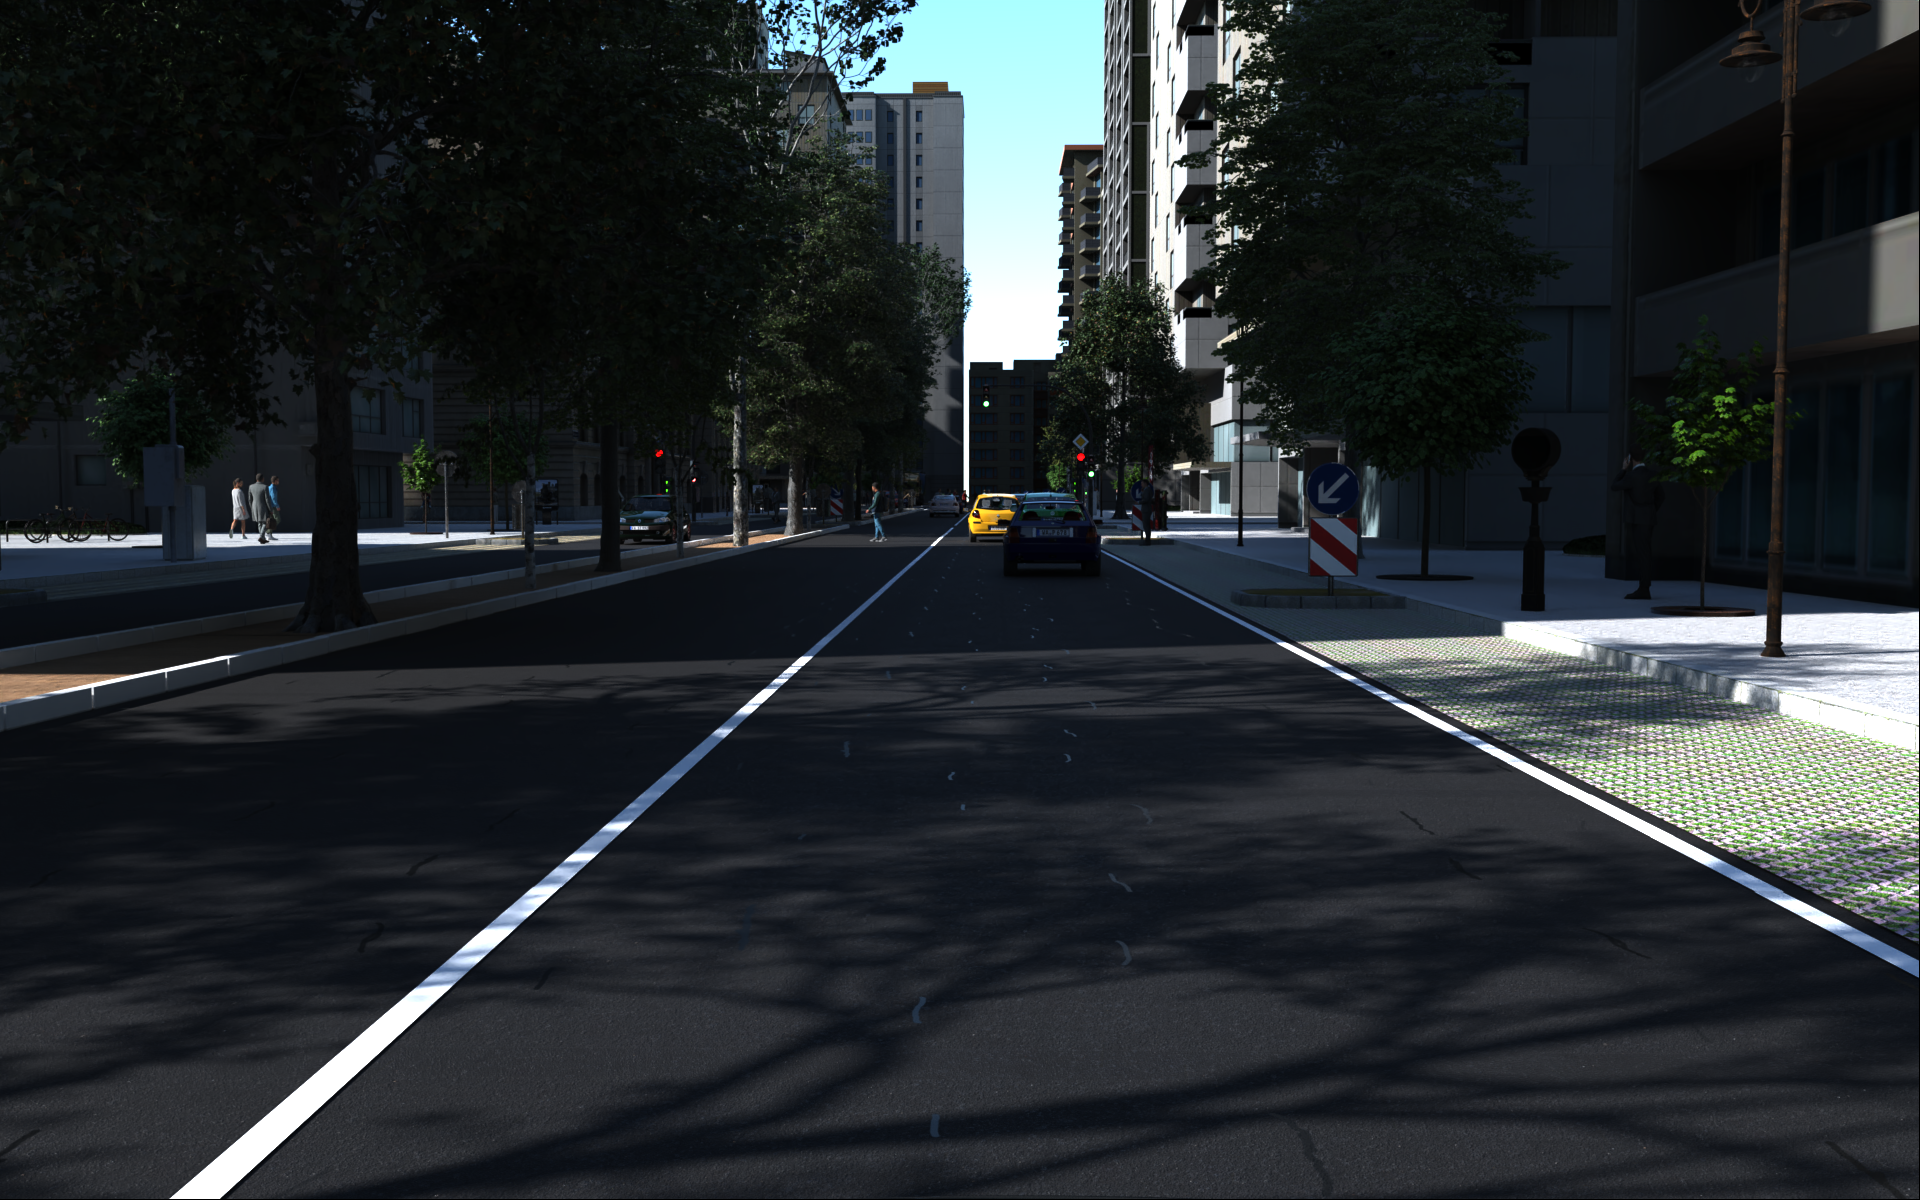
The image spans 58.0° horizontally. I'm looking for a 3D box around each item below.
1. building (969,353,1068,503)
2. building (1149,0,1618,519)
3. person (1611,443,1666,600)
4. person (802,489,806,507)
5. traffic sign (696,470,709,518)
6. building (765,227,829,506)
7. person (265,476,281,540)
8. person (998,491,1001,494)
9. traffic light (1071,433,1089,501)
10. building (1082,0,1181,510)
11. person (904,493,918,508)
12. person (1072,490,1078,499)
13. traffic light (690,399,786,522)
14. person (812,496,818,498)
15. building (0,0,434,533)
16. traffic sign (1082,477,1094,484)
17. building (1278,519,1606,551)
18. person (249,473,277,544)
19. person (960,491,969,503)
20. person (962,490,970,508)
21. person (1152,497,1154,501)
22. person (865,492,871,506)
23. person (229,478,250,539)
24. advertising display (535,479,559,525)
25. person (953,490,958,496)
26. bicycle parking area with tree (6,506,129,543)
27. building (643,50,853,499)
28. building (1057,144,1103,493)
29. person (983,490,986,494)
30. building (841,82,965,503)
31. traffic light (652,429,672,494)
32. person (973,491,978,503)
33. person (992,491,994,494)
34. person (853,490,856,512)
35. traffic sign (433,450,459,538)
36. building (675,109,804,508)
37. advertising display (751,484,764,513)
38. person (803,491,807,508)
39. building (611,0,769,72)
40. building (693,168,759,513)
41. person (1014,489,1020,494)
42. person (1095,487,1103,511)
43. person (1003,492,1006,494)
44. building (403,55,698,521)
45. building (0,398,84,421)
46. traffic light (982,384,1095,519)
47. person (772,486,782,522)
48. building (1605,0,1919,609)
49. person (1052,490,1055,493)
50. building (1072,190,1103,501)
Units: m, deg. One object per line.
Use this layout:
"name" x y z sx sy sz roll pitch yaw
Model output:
"building" 15.903 -25.009 253.941 28.899 21.520 27.650 0 4 1
"building" 26.780 -31.901 110.822 28.713 52.752 27.495 0 4 1
"person" 8.268 -0.965 21.179 0.648 1.900 0.474 -3 5 -43
"person" -15.248 -9.837 167.318 0.568 1.767 0.683 2 4 28
"traffic sign" -13.951 -5.715 93.546 0.768 2.556 0.104 0 4 8
"building" -21.689 -25.376 186.592 14.160 30.474 14.107 0 4 1
"person" -19.068 -2.543 47.964 0.444 1.785 0.601 -2 4 -31
"person" 4.610 -11.740 200.388 0.705 1.831 1.348 2 4 24
"traffic light" 5.540 -5.564 79.890 0.839 4.253 0.868 0 4 1
"building" 22.229 -44.372 163.741 20.563 71.187 20.611 0 4 1
"person" -4.593 -9.283 160.280 1.348 1.823 0.705 0 4 -7
"person" 9.999 -8.867 150.976 0.822 1.834 0.622 0 4 -6
"traffic light" -10.226 -6.454 80.187 4.771 5.953 1.251 0 4 1
"person" -13.874 -9.739 166.095 0.721 1.723 1.217 2 4 27
"building" -27.729 -23.223 63.292 14.086 41.232 14.154 0 4 1
"traffic sign" 8.105 -6.707 109.768 0.768 2.556 0.104 1 4 11
"building" 22.829 -28.259 51.278 28.713 52.752 27.495 0 4 1
"person" -17.967 -2.355 44.644 0.694 1.812 0.767 1 4 12
"person" 0.389 -11.467 195.964 1.348 1.826 0.705 3 4 36
"person" 0.507 -9.335 161.064 0.705 1.831 1.348 2 4 30
"person" 14.640 -7.435 131.878 0.425 1.301 0.394 -1 4 -11
"person" -10.412 -11.382 196.063 0.593 1.643 0.415 0 4 -8
"person" -20.571 -2.606 49.393 0.466 1.731 0.760 0 4 3
"advertising display" -17.327 -4.122 72.606 0.974 1.923 0.123 0 4 -8
"person" -0.379 -8.596 149.014 0.580 1.828 0.573 3 5 45
"bicycle parking area with tree" -27.795 -3.606 45.960 8.231 4.147 9.016 3 5 43
"building" -28.073 -38.277 215.069 27.495 52.752 28.713 0 4 1
"building" 23.319 -34.200 213.788 22.147 44.769 28.867 0 4 1
"person" 2.282 -9.112 157.561 0.705 1.814 1.350 -2 4 -35
"building" -13.494 -43.359 250.917 28.212 58.520 21.231 0 4 1
"traffic light" -12.460 -5.094 72.205 0.839 4.253 0.868 0 4 1
"person" 2.019 -13.377 227.356 1.348 1.807 0.705 2 4 29
"person" 4.143 -12.711 216.420 1.348 1.812 0.705 -2 4 -30
"person" -8.500 -8.070 140.923 0.782 1.767 0.515 -3 5 -41
"traffic sign" -14.934 -3.073 50.356 0.768 2.556 0.104 0 4 4
"building" -31.859 -29.084 167.409 32.217 40.220 23.993 0 4 1
"advertising display" -13.442 -6.713 114.972 0.123 1.923 0.974 3 5 43
"person" -13.996 -9.293 158.710 1.217 1.735 0.721 -1 4 -21
"building" -38.947 -49.645 249.943 20.611 71.187 20.563 0 4 1
"building" -22.235 -20.311 129.354 12.463 27.353 25.104 0 4 1
"person" 4.246 -7.346 128.788 0.592 1.802 0.473 2 4 26
"person" 10.207 -7.482 128.650 0.850 1.792 0.678 1 4 9
"person" 3.660 -8.083 142.468 0.589 1.601 0.330 1 4 18
"building" -23.220 -17.107 98.785 14.460 24.649 34.723 0 4 1
"building" -31.804 -26.416 21.147 28.713 52.752 27.495 0 4 1
"traffic light" 3.306 -5.941 71.802 4.771 5.953 1.251 0 4 1
"person" -9.494 -4.967 89.811 0.679 1.850 0.850 2 4 33
"building" 20.330 -23.893 14.357 21.300 48.544 21.600 0 4 1
"person" 9.267 -10.201 173.543 0.721 1.736 1.217 0 4 4
"building" 28.287 -30.273 186.843 32.217 40.220 23.993 0 4 1
